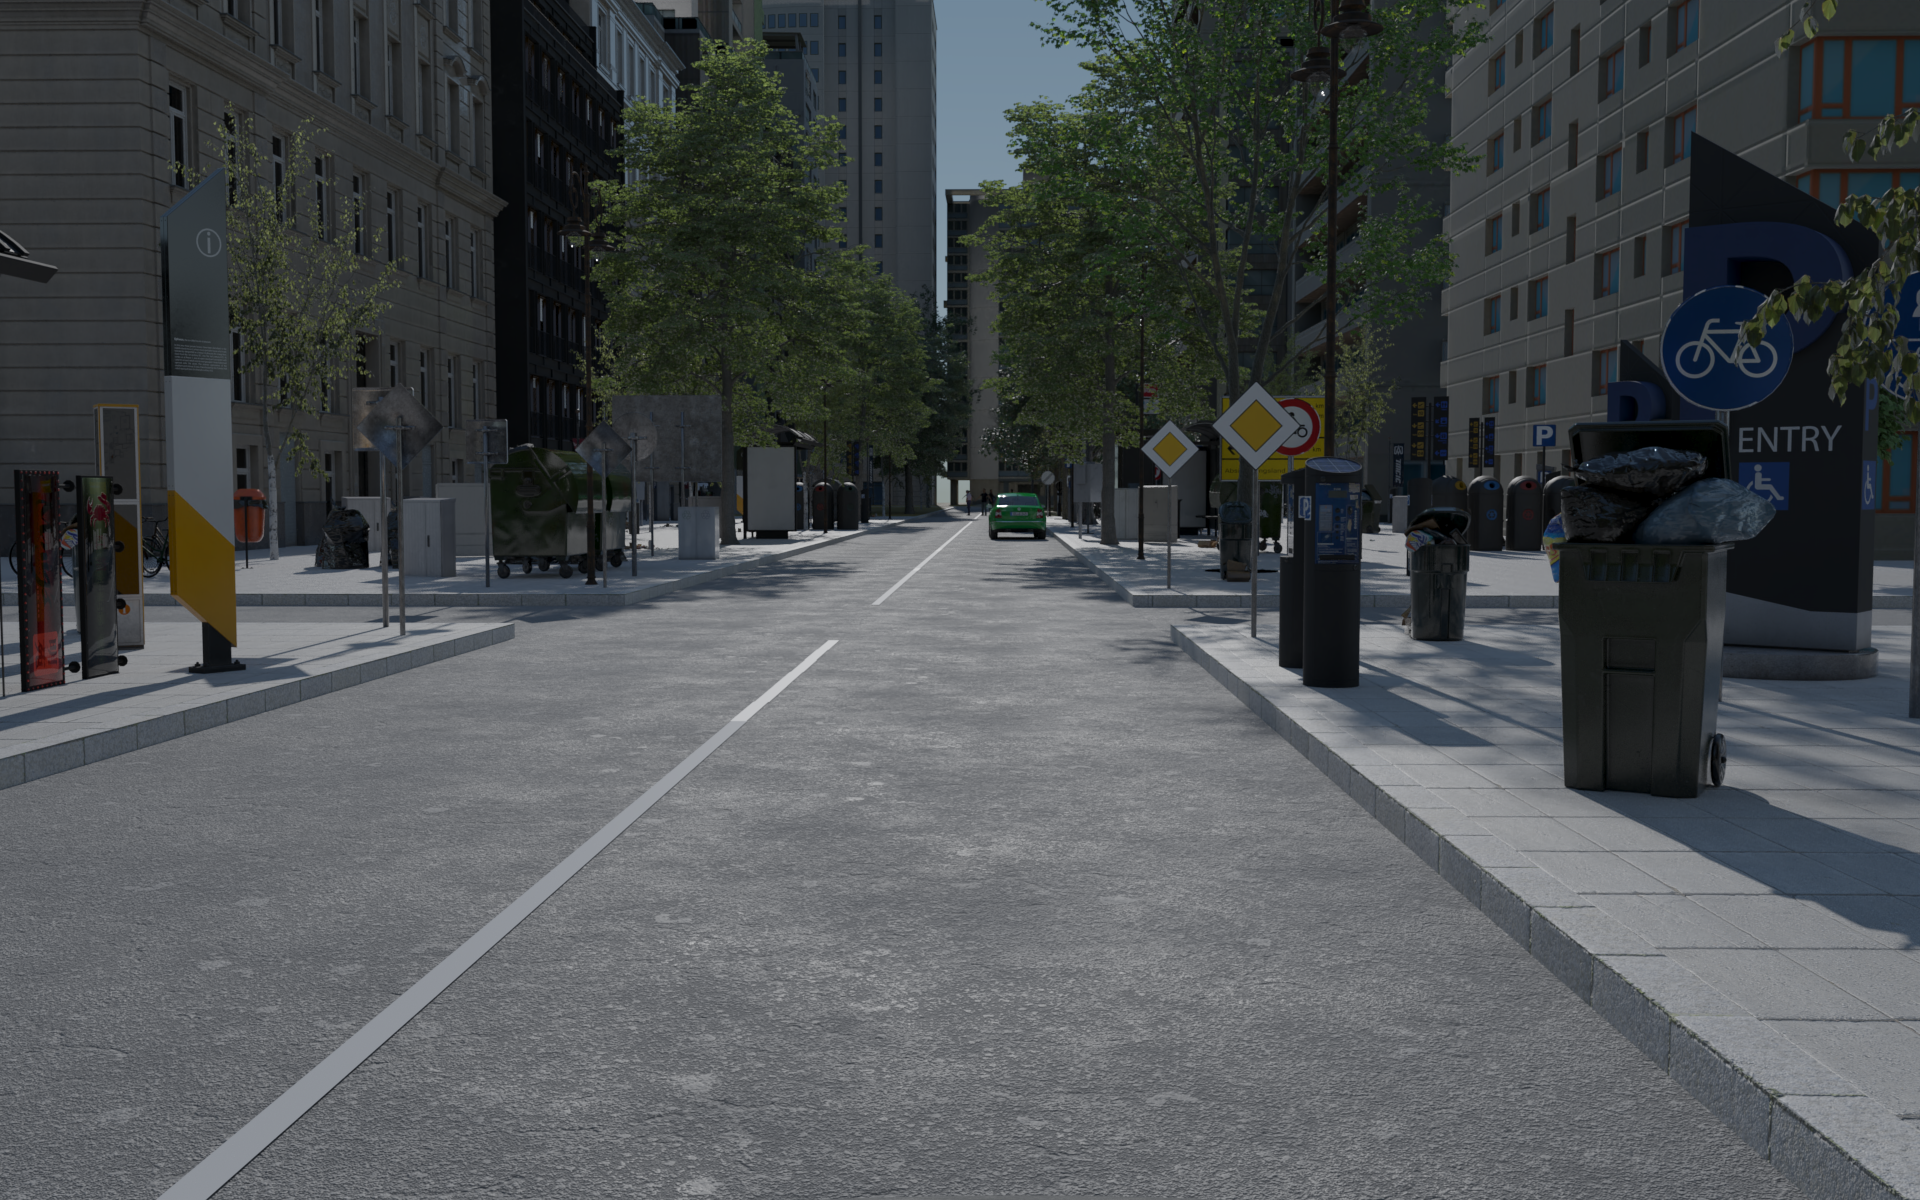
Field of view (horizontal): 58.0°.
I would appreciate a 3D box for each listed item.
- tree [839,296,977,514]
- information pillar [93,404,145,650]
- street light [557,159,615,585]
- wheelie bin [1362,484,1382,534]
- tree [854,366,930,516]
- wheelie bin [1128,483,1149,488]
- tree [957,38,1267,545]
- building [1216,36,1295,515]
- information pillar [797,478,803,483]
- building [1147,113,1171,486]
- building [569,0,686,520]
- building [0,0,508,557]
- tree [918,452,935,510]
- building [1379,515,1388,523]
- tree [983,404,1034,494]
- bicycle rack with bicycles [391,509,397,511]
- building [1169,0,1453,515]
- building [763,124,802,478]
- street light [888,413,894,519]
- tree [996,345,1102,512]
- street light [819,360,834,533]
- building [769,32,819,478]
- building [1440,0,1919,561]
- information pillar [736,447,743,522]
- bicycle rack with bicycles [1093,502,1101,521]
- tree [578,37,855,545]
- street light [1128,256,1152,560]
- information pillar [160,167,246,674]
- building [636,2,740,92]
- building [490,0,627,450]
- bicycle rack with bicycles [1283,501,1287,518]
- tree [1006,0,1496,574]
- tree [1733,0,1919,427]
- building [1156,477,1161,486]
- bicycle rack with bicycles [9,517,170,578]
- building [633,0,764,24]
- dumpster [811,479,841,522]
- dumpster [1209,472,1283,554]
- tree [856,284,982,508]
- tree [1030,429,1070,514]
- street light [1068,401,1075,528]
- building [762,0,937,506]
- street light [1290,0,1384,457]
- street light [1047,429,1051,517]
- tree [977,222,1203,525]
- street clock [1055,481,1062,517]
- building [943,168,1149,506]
[{"bbox_3d":[-3.204,-12.464,110.448,9.857,13.997,8.962,0,3,0],"label":"tree"},{"bbox_3d":[-6.937,-0.599,14.292,0.304,2.012,0.304,-2,4,-33],"label":"information pillar"},{"bbox_3d":[-5.219,-3.153,24.344,0.468,5.910,1.993,0,4,1],"label":"street light"},{"bbox_3d":[13.328,-2.976,56.558,0.693,1.594,0.980,3,4,37],"label":"wheelie bin"},{"bbox_3d":[-4.157,-9.099,99.130,4.360,8.622,3.978,0,3,0],"label":"tree"},{"bbox_3d":[5.220,-2.638,51.035,0.980,1.594,0.693,-1,4,-14],"label":"wheelie bin"},{"bbox_3d":[3.830,-7.655,43.287,7.486,12.596,7.792,0,3,0],"label":"tree"},{"bbox_3d":[23.656,-20.892,113.283,14.160,30.474,14.107,0,4,1],"label":"building"},{"bbox_3d":[-7.165,-4.453,77.302,0.304,2.012,0.304,3,4,38],"label":"information pillar"},{"bbox_3d":[29.055,-33.583,199.187,14.200,45.320,14.600,0,4,1],"label":"building"},{"bbox_3d":[-21.828,-18.291,84.958,13.634,28.700,20.117,0,4,1],"label":"building"},{"bbox_3d":[-21.678,-15.245,46.522,12.463,27.353,25.104,0,4,1],"label":"building"},{"bbox_3d":[-3.288,-11.712,141.857,4.737,8.622,4.395,0,3,0],"label":"tree"},{"bbox_3d":[29.170,-28.304,86.473,21.300,48.544,21.600,0,4,1],"label":"building"},{"bbox_3d":[7.168,-16.003,172.025,12.009,13.543,11.850,0,3,0],"label":"tree"},{"bbox_3d":[-13.181,-1.718,41.469,2.852,0.926,2.925,1,4,18],"label":"bicycle rack with bicycles"},{"bbox_3d":[27.493,-30.994,130.461,21.300,48.544,21.600,0,4,1],"label":"building"},{"bbox_3d":[-20.150,-22.202,134.699,14.160,30.474,14.107,0,4,1],"label":"building"},{"bbox_3d":[-3.615,-7.118,89.169,0.468,5.910,1.993,0,4,1],"label":"street light"},{"bbox_3d":[7.185,-13.444,126.462,9.857,13.997,8.962,0,3,0],"label":"tree"},{"bbox_3d":[-4.403,-5.124,56.562,0.468,5.910,1.993,0,4,1],"label":"street light"},{"bbox_3d":[-20.107,-28.934,156.672,14.086,41.232,14.154,0,4,1],"label":"building"},{"bbox_3d":[30.937,-12.305,46.224,28.899,21.520,27.650,0,4,1],"label":"building"},{"bbox_3d":[-9.886,-5.337,78.614,0.504,3.616,0.183,0,4,-6],"label":"information pillar"},{"bbox_3d":[6.838,-4.230,82.544,2.852,0.926,2.925,0,4,-5],"label":"bicycle rack with bicycles"},{"bbox_3d":[-5.835,-7.652,43.240,7.486,12.596,7.792,0,3,0],"label":"tree"},{"bbox_3d":[3.548,-3.731,33.790,0.468,5.910,1.993,0,4,1],"label":"street light"},{"bbox_3d":[-5.415,-1.284,12.352,0.183,3.616,0.504,2,4,31],"label":"information pillar"},{"bbox_3d":[-21.360,-20.454,106.127,14.160,30.474,14.107,0,4,1],"label":"building"},{"bbox_3d":[-20.785,-14.520,67.086,12.332,23.373,15.834,0,4,1],"label":"building"},{"bbox_3d":[16.538,-4.698,90.194,2.852,0.926,2.925,-2,4,-28],"label":"bicycle rack with bicycles"},{"bbox_3d":[4.610,-6.247,27.893,9.928,11.665,9.643,0,3,0],"label":"tree"},{"bbox_3d":[3.417,-3.315,4.557,4.360,8.622,3.978,0,3,0],"label":"tree"},{"bbox_3d":[28.429,-43.582,150.818,20.563,71.187,20.611,0,4,1],"label":"building"},{"bbox_3d":[-12.780,-0.827,26.902,2.925,0.926,2.852,2,4,24],"label":"bicycle rack with bicycles"},{"bbox_3d":[-21.390,-26.690,119.978,14.154,41.232,14.086,0,4,1],"label":"building"},{"bbox_3d":[-4.960,-3.651,65.447,1.264,1.857,1.865,0,4,1],"label":"dumpster"},{"bbox_3d":[6.351,-2.179,38.116,1.502,2.255,1.985,0,4,2],"label":"dumpster"},{"bbox_3d":[-3.825,-18.548,159.145,12.611,20.169,13.585,0,3,0],"label":"tree"},{"bbox_3d":[6.008,-9.706,109.062,4.360,8.622,3.978,0,3,0],"label":"tree"},{"bbox_3d":[4.300,-5.700,65.977,0.468,5.910,1.993,0,4,1],"label":"street light"},{"bbox_3d":[-16.853,-40.433,203.073,28.212,58.520,21.231,0,4,1],"label":"building"},{"bbox_3d":[3.005,-2.522,14.016,0.468,5.910,1.993,0,4,1],"label":"street light"},{"bbox_3d":[5.099,-7.669,98.171,0.468,5.910,1.993,0,4,1],"label":"street light"},{"bbox_3d":[5.514,-9.527,72.777,9.611,12.733,9.660,0,3,0],"label":"tree"},{"bbox_3d":[5.684,-5.778,99.041,0.471,2.002,0.358,0,4,-4],"label":"street clock"},{"bbox_3d":[10.180,-31.586,208.308,23.993,40.220,32.217,0,4,1],"label":"building"}]
